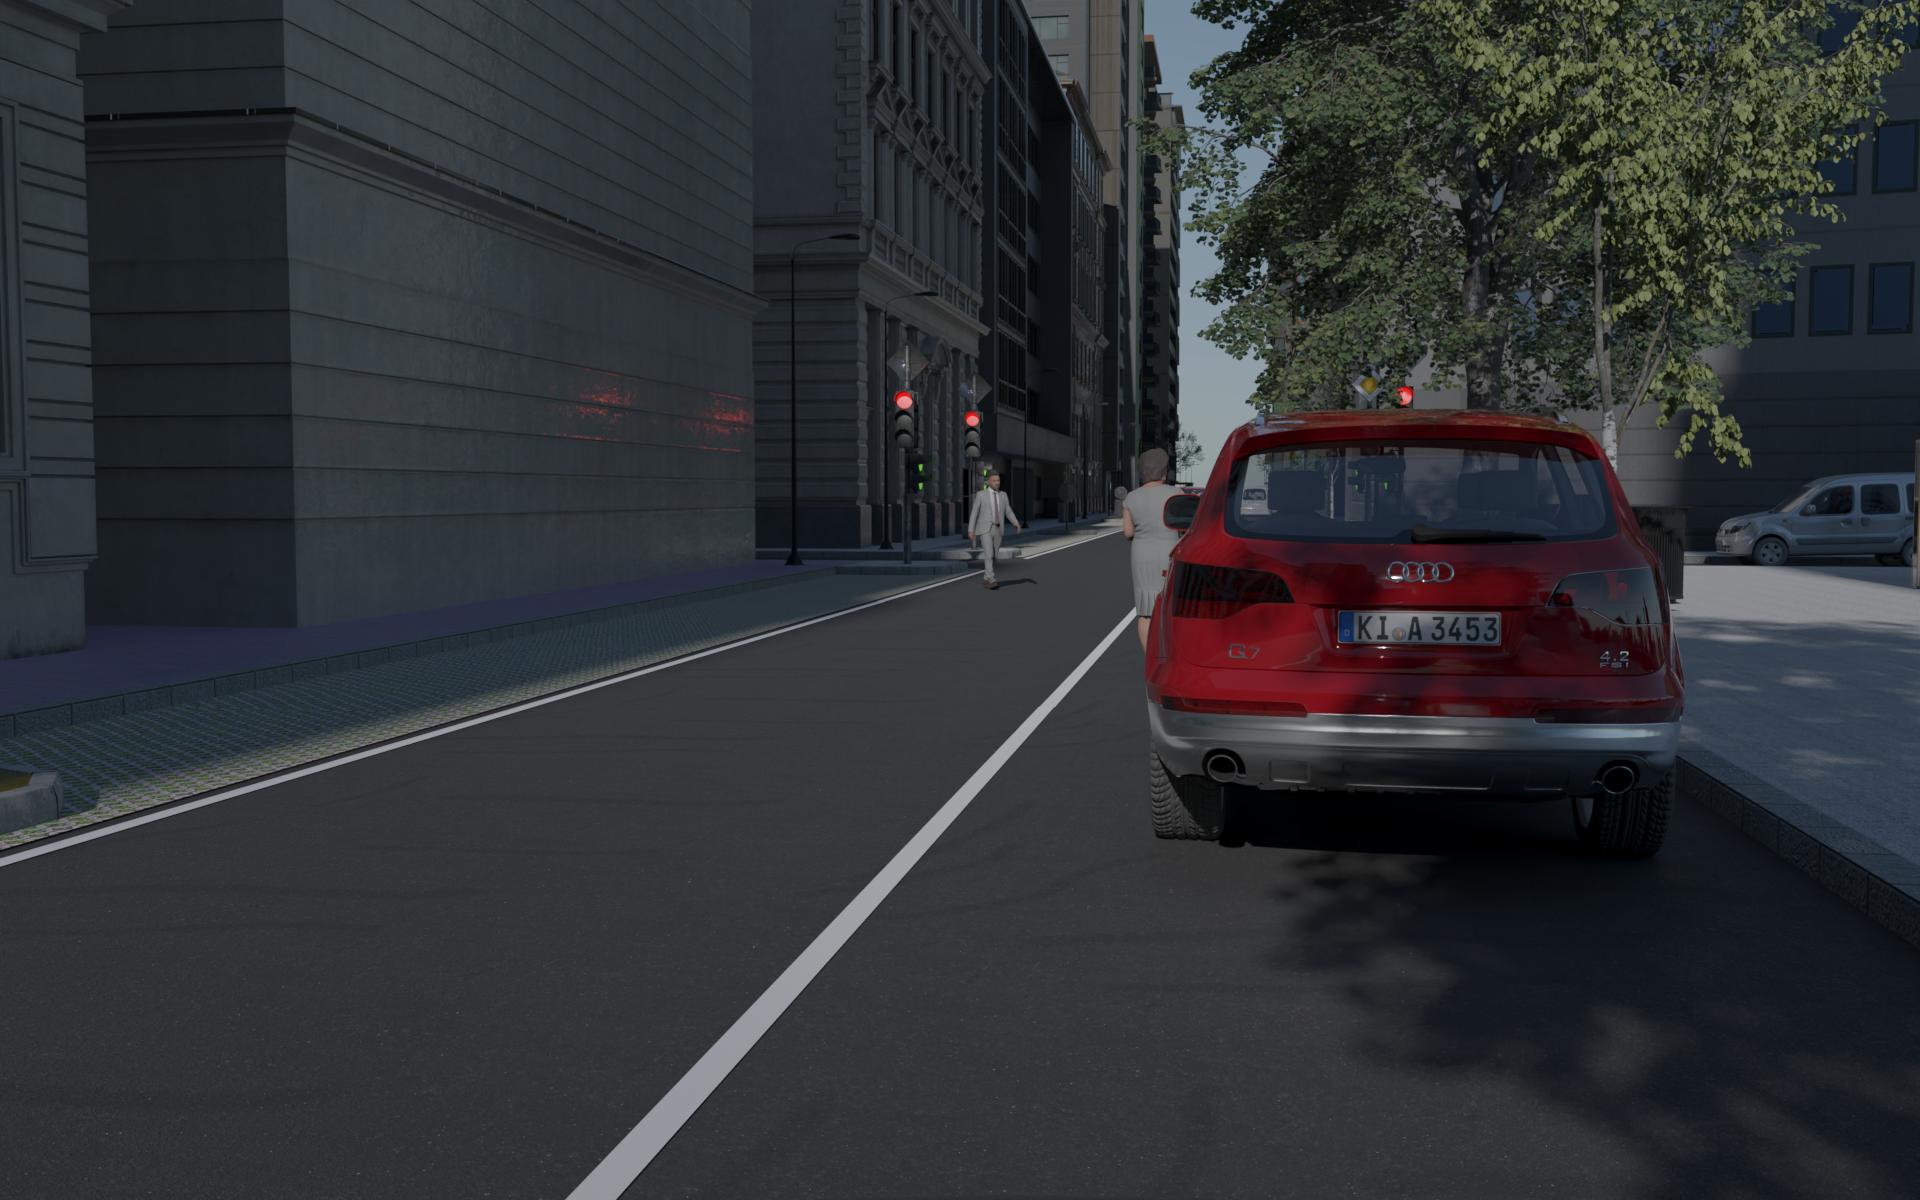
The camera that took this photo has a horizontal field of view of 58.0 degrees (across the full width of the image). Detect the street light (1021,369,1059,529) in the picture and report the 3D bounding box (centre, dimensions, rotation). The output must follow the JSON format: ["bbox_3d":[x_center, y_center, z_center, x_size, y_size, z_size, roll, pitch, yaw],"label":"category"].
[{"bbox_3d":[2.965,-5.616,64.364,1.470,5.913,1.316,1,4,9],"label":"street light"}]

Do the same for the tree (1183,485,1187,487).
[{"bbox_3d":[35.639,-16.975,272.139,1.663,3.219,1.824,0,3,0],"label":"tree"}]

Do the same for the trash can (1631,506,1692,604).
[{"bbox_3d":[8.175,-0.531,20.330,0.748,1.137,0.748,0,3,0],"label":"trash can"}]

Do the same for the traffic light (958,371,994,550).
[{"bbox_3d":[0.343,-3.099,39.583,0.839,4.253,0.868,1,4,9],"label":"traffic light"}]

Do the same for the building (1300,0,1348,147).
[{"bbox_3d":[42.461,-45.017,174.277,20.563,71.187,20.611,1,4,9],"label":"building"}]

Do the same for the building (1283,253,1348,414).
[{"bbox_3d":[39.939,-17.851,136.900,27.650,21.520,28.899,1,4,9],"label":"building"}]

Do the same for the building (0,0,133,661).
[{"bbox_3d":[-13.670,-10.315,4.809,11.583,22.565,21.152,1,4,9],"label":"building"}]

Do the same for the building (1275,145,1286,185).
[{"bbox_3d":[52.065,-36.910,227.178,21.300,48.544,21.600,1,4,9],"label":"building"}]

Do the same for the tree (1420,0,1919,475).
[{"bbox_3d":[6.123,-3.986,15.526,4.737,8.622,4.395,0,3,0],"label":"tree"}]

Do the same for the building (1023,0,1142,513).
[{"bbox_3d":[5.247,-26.792,121.641,14.154,41.232,14.086,1,4,9],"label":"building"}]

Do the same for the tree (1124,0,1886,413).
[{"bbox_3d":[7.091,-7.110,22.896,9.857,13.997,8.962,0,3,0],"label":"tree"}]

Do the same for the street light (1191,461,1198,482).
[{"bbox_3d":[32.550,-16.685,245.338,1.470,5.913,1.316,1,4,9],"label":"street light"}]

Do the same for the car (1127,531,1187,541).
[{"bbox_3d":[6.270,-2.617,54.582,2.131,1.459,4.920,1,4,9],"label":"car"}]

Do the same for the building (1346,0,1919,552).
[{"bbox_3d":[25.315,-30.770,45.081,28.212,58.520,21.231,1,4,9],"label":"building"}]

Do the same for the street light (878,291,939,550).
[{"bbox_3d":[-1.173,-4.115,39.823,1.470,5.913,1.316,1,4,9],"label":"street light"}]

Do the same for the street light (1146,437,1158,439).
[{"bbox_3d":[15.322,-10.272,140.480,1.470,5.913,1.316,1,4,9],"label":"street light"}]

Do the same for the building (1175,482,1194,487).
[{"bbox_3d":[18.809,-34.726,259.647,32.217,40.220,23.993,1,4,9],"label":"building"}]

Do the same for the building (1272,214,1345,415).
[{"bbox_3d":[35.825,-23.691,159.046,14.160,30.474,14.107,1,4,9],"label":"building"}]

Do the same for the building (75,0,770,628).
[{"bbox_3d":[-26.217,-15.319,26.875,44.131,29.872,17.030,1,4,9],"label":"building"}]

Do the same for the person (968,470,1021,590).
[{"bbox_3d":[0.485,-1.059,26.086,0.678,1.792,0.850,-2,4,-24],"label":"person"}]

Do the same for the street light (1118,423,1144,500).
[{"bbox_3d":[11.337,-8.751,115.616,1.470,5.913,1.316,1,4,9],"label":"street light"}]

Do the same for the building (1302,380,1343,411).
[{"bbox_3d":[29.964,-47.508,89.423,22.319,86.520,31.000,1,4,9],"label":"building"}]

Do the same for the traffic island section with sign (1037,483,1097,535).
[{"bbox_3d":[3.805,-3.207,61.063,1.989,1.847,2.006,1,4,9],"label":"traffic island section with sign"}]

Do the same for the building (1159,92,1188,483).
[{"bbox_3d":[15.787,-39.418,233.721,28.713,52.752,27.495,1,4,9],"label":"building"}]

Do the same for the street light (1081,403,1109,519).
[{"bbox_3d":[6.904,-7.091,88.481,1.470,5.913,1.316,1,4,9],"label":"street light"}]

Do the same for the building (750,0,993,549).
[{"bbox_3d":[-5.560,-13.508,49.739,11.050,23.489,19.941,1,4,9],"label":"building"}]

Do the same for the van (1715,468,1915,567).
[{"bbox_3d":[16.984,-1.637,33.769,4.112,2.044,2.013,1,4,10],"label":"van"}]

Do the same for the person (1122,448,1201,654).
[{"bbox_3d":[1.626,-0.274,13.342,0.716,1.782,0.532,1,4,21],"label":"person"}]

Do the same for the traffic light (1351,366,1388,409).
[{"bbox_3d":[8.992,-3.013,38.188,0.839,4.253,0.868,1,4,9],"label":"traffic light"}]

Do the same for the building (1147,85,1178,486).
[{"bbox_3d":[14.985,-35.784,208.769,21.300,48.544,21.600,1,4,9],"label":"building"}]

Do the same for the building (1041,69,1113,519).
[{"bbox_3d":[1.844,-18.638,102.000,12.463,27.353,25.104,1,4,9],"label":"building"}]

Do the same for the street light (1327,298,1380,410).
[{"bbox_3d":[9.158,-4.144,40.288,1.470,5.913,1.316,1,4,9],"label":"street light"}]

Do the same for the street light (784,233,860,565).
[{"bbox_3d":[-2.459,-3.577,31.021,1.470,5.913,1.316,1,4,9],"label":"street light"}]

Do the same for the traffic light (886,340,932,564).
[{"bbox_3d":[-0.948,-2.617,31.703,0.839,4.253,0.868,1,4,9],"label":"traffic light"}]

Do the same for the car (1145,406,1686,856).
[{"bbox_3d":[2.091,0.009,8.532,2.281,1.827,5.304,1,4,11],"label":"car"}]

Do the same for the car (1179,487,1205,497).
[{"bbox_3d":[11.779,-4.872,88.326,2.281,1.827,5.304,1,4,9],"label":"car"}]

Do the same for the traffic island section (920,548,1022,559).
[{"bbox_3d":[0.305,-1.067,39.724,2.009,0.180,2.903,1,4,9],"label":"traffic island section"}]

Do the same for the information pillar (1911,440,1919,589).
[{"bbox_3d":[13.079,-1.156,23.390,0.304,2.012,0.304,1,4,17],"label":"information pillar"}]

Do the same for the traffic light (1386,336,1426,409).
[{"bbox_3d":[7.701,-2.531,30.307,0.839,4.253,0.868,1,4,9],"label":"traffic light"}]

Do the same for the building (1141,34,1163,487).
[{"bbox_3d":[7.773,-31.227,165.189,22.147,44.769,28.867,1,4,9],"label":"building"}]

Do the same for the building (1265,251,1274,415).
[{"bbox_3d":[55.705,-36.550,252.220,22.147,44.769,28.867,1,4,9],"label":"building"}]

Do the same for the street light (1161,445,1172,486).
[{"bbox_3d":[19.303,-11.731,164.340,1.470,5.913,1.316,1,4,9],"label":"street light"}]

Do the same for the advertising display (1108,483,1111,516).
[{"bbox_3d":[8.662,-5.815,100.289,0.123,1.923,0.974,0,4,8],"label":"advertising display"}]

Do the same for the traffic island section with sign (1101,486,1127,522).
[{"bbox_3d":[8.228,-4.856,88.028,1.989,1.847,2.006,1,4,9],"label":"traffic island section with sign"}]

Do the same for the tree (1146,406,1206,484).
[{"bbox_3d":[21.782,-15.174,182.503,8.767,10.594,7.601,1,4,13],"label":"tree"}]

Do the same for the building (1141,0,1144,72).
[{"bbox_3d":[3.512,-31.584,140.102,21.300,48.544,21.600,1,4,9],"label":"building"}]

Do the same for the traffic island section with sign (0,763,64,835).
[{"bbox_3d":[-5.004,0.084,7.247,1.989,1.847,2.006,1,4,9],"label":"traffic island section with sign"}]

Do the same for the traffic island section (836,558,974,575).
[{"bbox_3d":[-0.986,-0.585,31.844,2.009,0.180,2.903,1,4,9],"label":"traffic island section"}]

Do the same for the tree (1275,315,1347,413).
[{"bbox_3d":[14.892,-7.291,69.570,4.360,8.622,3.978,0,3,0],"label":"tree"}]

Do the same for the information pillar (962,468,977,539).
[{"bbox_3d":[0.272,-2.732,49.156,0.304,2.012,0.304,-3,5,-45],"label":"information pillar"}]

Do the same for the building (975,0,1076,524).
[{"bbox_3d":[-3.479,-15.657,75.055,14.314,24.678,30.058,1,4,9],"label":"building"}]
